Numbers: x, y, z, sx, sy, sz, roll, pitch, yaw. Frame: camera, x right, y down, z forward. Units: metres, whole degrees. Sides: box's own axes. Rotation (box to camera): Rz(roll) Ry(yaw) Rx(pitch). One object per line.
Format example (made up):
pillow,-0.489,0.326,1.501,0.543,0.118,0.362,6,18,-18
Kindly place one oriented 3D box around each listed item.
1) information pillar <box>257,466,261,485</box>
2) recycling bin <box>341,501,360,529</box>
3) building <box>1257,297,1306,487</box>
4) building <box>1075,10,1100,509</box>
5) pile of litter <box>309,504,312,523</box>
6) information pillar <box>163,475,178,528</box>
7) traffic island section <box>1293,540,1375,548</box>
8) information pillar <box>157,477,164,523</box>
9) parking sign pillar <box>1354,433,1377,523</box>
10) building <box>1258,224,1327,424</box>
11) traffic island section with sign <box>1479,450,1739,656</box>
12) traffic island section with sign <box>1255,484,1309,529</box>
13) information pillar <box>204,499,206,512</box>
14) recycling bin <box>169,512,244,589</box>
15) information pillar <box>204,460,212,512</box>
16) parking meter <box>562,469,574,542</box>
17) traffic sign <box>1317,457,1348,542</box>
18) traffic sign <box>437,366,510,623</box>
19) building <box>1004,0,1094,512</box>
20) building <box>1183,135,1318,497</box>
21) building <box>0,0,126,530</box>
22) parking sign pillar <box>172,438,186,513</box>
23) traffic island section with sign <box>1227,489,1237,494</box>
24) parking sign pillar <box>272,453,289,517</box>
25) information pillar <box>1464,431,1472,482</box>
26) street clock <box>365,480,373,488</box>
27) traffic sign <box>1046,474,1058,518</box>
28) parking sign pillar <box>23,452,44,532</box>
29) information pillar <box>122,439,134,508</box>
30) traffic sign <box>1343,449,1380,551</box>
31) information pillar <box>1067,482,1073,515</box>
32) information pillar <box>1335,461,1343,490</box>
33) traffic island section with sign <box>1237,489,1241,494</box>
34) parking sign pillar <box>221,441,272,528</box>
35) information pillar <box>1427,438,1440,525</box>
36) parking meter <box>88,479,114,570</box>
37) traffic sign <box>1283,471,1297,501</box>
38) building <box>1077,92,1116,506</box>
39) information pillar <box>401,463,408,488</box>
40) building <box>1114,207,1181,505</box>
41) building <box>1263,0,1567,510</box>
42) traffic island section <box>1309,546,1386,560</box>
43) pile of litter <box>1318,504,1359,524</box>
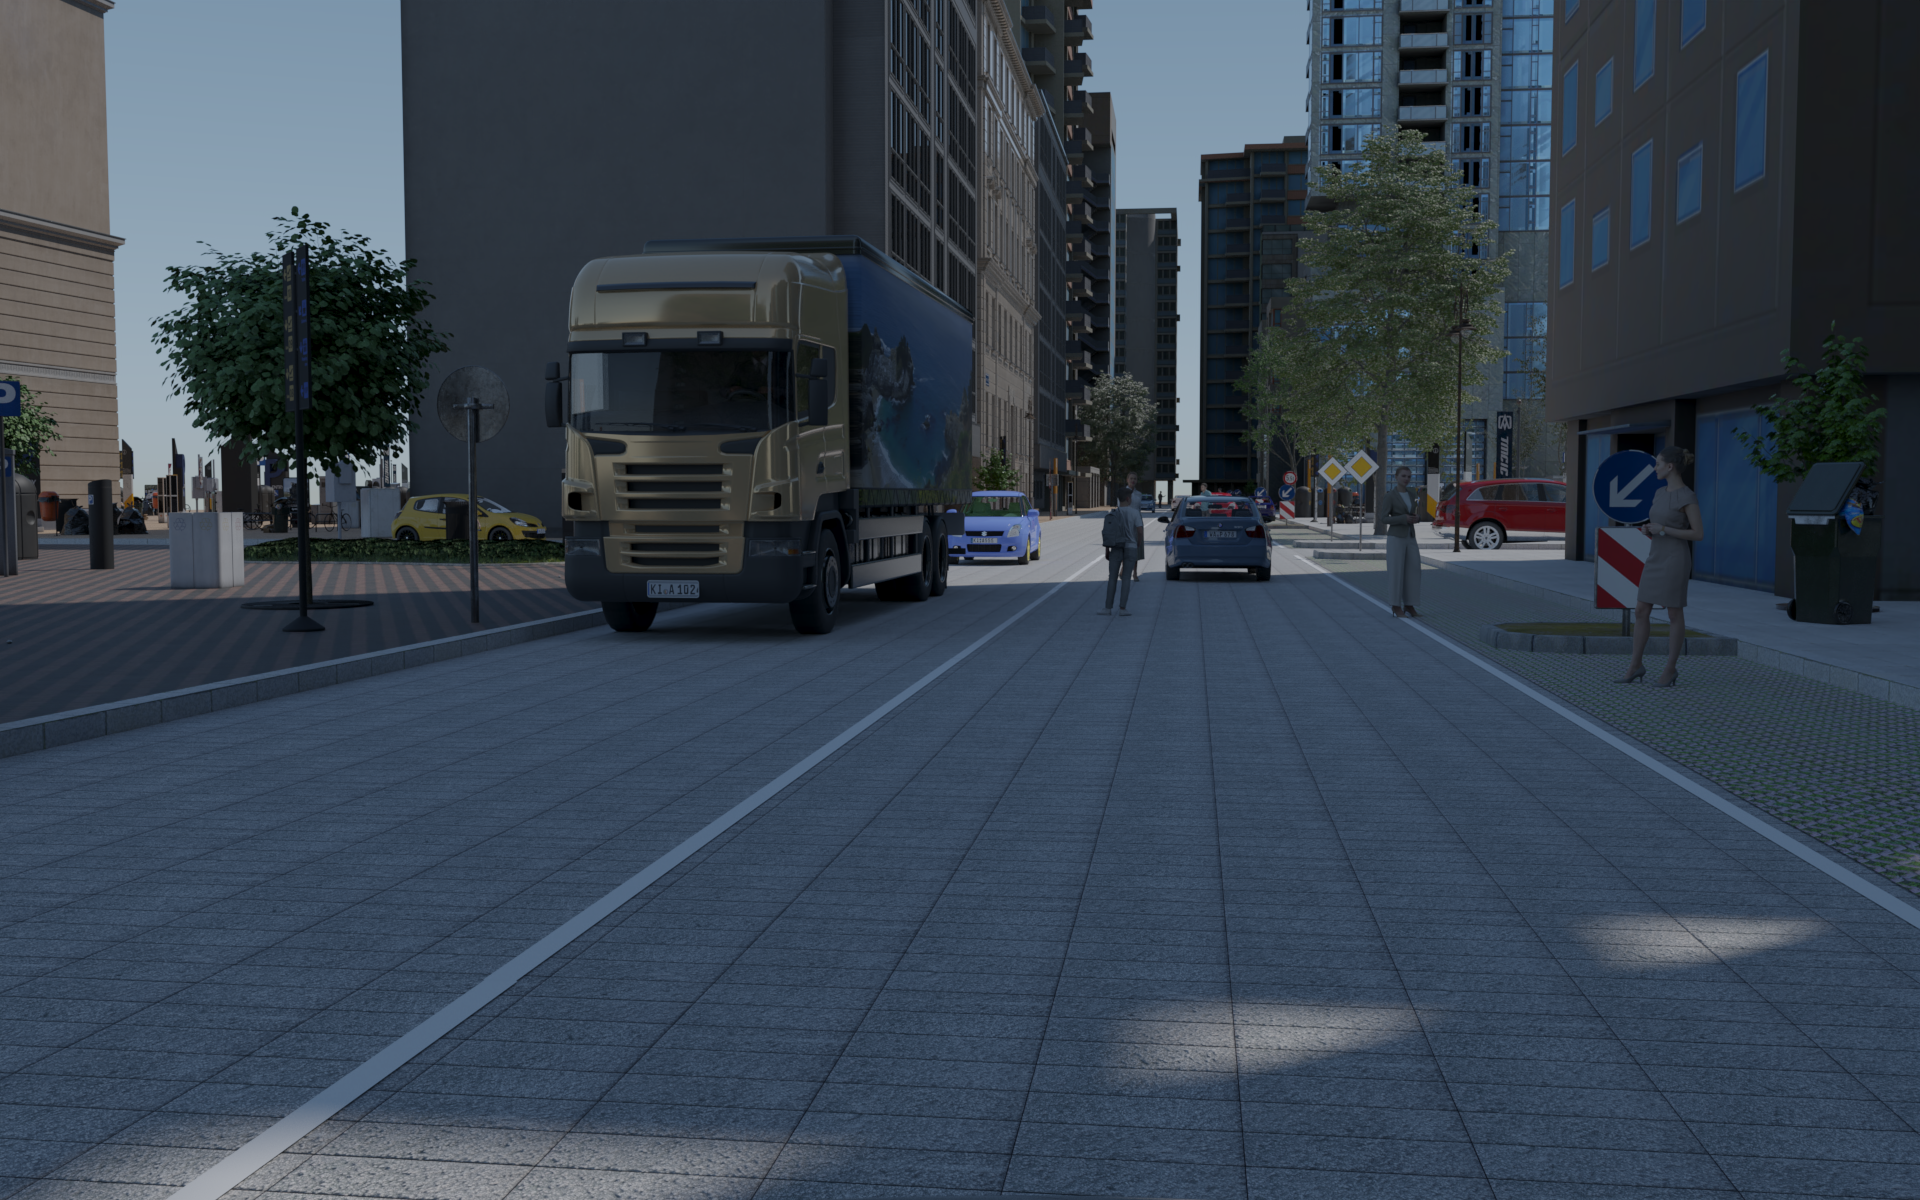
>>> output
information pillar,-36.459,-6.031,89.964,0.183,3.616,0.504,0,4,5
recycling bin,-22.850,-3.197,64.818,0.722,1.027,0.722,-1,4,-17
building,42.846,-19.548,164.650,27.650,21.520,28.899,0,4,8
building,2.814,-44.321,162.892,20.563,71.187,20.611,0,4,8
pile of litter,-29.254,-3.941,78.401,1.719,0.858,1.176,2,4,28
information pillar,-29.984,-3.757,65.925,0.304,2.012,0.304,3,4,38
traffic island section,10.048,-1.496,46.736,2.009,0.180,2.903,0,4,8
information pillar,-34.901,-4.363,75.825,0.304,2.012,0.304,1,4,11
parking sign pillar,18.114,-5.381,76.448,1.447,3.967,1.447,1,4,11
building,39.230,-25.371,186.509,14.160,30.474,14.107,0,4,8
traffic island section with sign,5.998,-0.469,16.292,1.989,1.847,2.006,0,4,8
traffic island section with sign,13.379,-3.855,71.664,1.989,1.847,2.006,0,4,8
information pillar,-52.361,-7.083,120.299,0.304,2.012,0.304,-2,4,-30
recycling bin,-10.361,-0.690,23.830,0.722,1.027,0.722,0,4,4
information pillar,-51.539,-7.797,118.835,0.504,3.616,0.183,0,4,-2
parking meter,-8.971,-2.074,39.626,0.255,1.863,0.399,-1,4,-12
traffic sign,10.024,-2.631,46.662,0.795,2.450,0.064,0,4,8
traffic sign,-4.840,-1.046,17.209,0.768,2.556,0.104,1,4,9
building,-0.900,-29.579,138.233,22.147,44.769,28.867,0,4,8
building,42.296,-34.233,214.326,28.867,44.769,22.147,0,4,8
building,-42.367,-16.770,60.087,20.117,28.700,13.634,0,4,8
parking sign pillar,-37.829,-5.836,83.887,1.447,3.967,1.447,-1,4,-18
traffic island section with sign,27.107,-10.153,174.624,1.989,1.847,2.006,0,4,8
parking sign pillar,-38.175,-6.624,96.781,1.447,3.967,1.447,0,4,7
information pillar,18.942,-4.483,64.656,0.183,3.616,0.504,3,5,44
street clock,-30.250,-5.143,88.651,0.358,2.002,0.471,-3,5,-39
traffic sign,4.696,-5.277,88.403,0.606,2.300,0.079,1,4,17
parking sign pillar,-31.489,-4.246,57.890,1.447,3.967,1.447,-2,4,-33
information pillar,-35.314,-5.023,73.475,0.504,3.616,0.183,1,4,19
traffic sign,8.969,-2.147,38.747,0.795,2.450,0.064,0,4,8
information pillar,6.589,-6.091,104.080,0.304,2.012,0.304,-1,4,-13
information pillar,25.327,-7.615,115.861,0.504,3.616,0.183,3,4,36
traffic island section with sign,16.941,-5.490,98.384,1.989,1.847,2.006,0,4,8
parking sign pillar,-27.555,-4.756,66.225,1.447,3.967,1.447,1,4,13
information pillar,19.505,-4.889,71.295,0.504,3.616,0.183,2,4,33
parking meter,-14.669,-1.295,29.577,0.372,1.533,0.369,0,3,0
traffic sign,18.403,-5.902,96.596,0.768,2.556,0.104,1,4,12
building,9.667,-33.059,190.625,14.200,45.320,14.600,0,4,8
information pillar,-41.391,-8.425,129.107,0.504,3.616,0.183,1,4,9
building,16.192,-32.456,222.538,23.993,40.220,32.217,0,4,8
building,35.774,-50.200,133.448,22.319,86.520,31.000,0,4,8
traffic island section,8.993,-1.012,38.821,2.009,0.180,2.903,0,4,8
pile of litter,16.332,-3.715,74.699,1.719,0.858,1.176,1,4,21
